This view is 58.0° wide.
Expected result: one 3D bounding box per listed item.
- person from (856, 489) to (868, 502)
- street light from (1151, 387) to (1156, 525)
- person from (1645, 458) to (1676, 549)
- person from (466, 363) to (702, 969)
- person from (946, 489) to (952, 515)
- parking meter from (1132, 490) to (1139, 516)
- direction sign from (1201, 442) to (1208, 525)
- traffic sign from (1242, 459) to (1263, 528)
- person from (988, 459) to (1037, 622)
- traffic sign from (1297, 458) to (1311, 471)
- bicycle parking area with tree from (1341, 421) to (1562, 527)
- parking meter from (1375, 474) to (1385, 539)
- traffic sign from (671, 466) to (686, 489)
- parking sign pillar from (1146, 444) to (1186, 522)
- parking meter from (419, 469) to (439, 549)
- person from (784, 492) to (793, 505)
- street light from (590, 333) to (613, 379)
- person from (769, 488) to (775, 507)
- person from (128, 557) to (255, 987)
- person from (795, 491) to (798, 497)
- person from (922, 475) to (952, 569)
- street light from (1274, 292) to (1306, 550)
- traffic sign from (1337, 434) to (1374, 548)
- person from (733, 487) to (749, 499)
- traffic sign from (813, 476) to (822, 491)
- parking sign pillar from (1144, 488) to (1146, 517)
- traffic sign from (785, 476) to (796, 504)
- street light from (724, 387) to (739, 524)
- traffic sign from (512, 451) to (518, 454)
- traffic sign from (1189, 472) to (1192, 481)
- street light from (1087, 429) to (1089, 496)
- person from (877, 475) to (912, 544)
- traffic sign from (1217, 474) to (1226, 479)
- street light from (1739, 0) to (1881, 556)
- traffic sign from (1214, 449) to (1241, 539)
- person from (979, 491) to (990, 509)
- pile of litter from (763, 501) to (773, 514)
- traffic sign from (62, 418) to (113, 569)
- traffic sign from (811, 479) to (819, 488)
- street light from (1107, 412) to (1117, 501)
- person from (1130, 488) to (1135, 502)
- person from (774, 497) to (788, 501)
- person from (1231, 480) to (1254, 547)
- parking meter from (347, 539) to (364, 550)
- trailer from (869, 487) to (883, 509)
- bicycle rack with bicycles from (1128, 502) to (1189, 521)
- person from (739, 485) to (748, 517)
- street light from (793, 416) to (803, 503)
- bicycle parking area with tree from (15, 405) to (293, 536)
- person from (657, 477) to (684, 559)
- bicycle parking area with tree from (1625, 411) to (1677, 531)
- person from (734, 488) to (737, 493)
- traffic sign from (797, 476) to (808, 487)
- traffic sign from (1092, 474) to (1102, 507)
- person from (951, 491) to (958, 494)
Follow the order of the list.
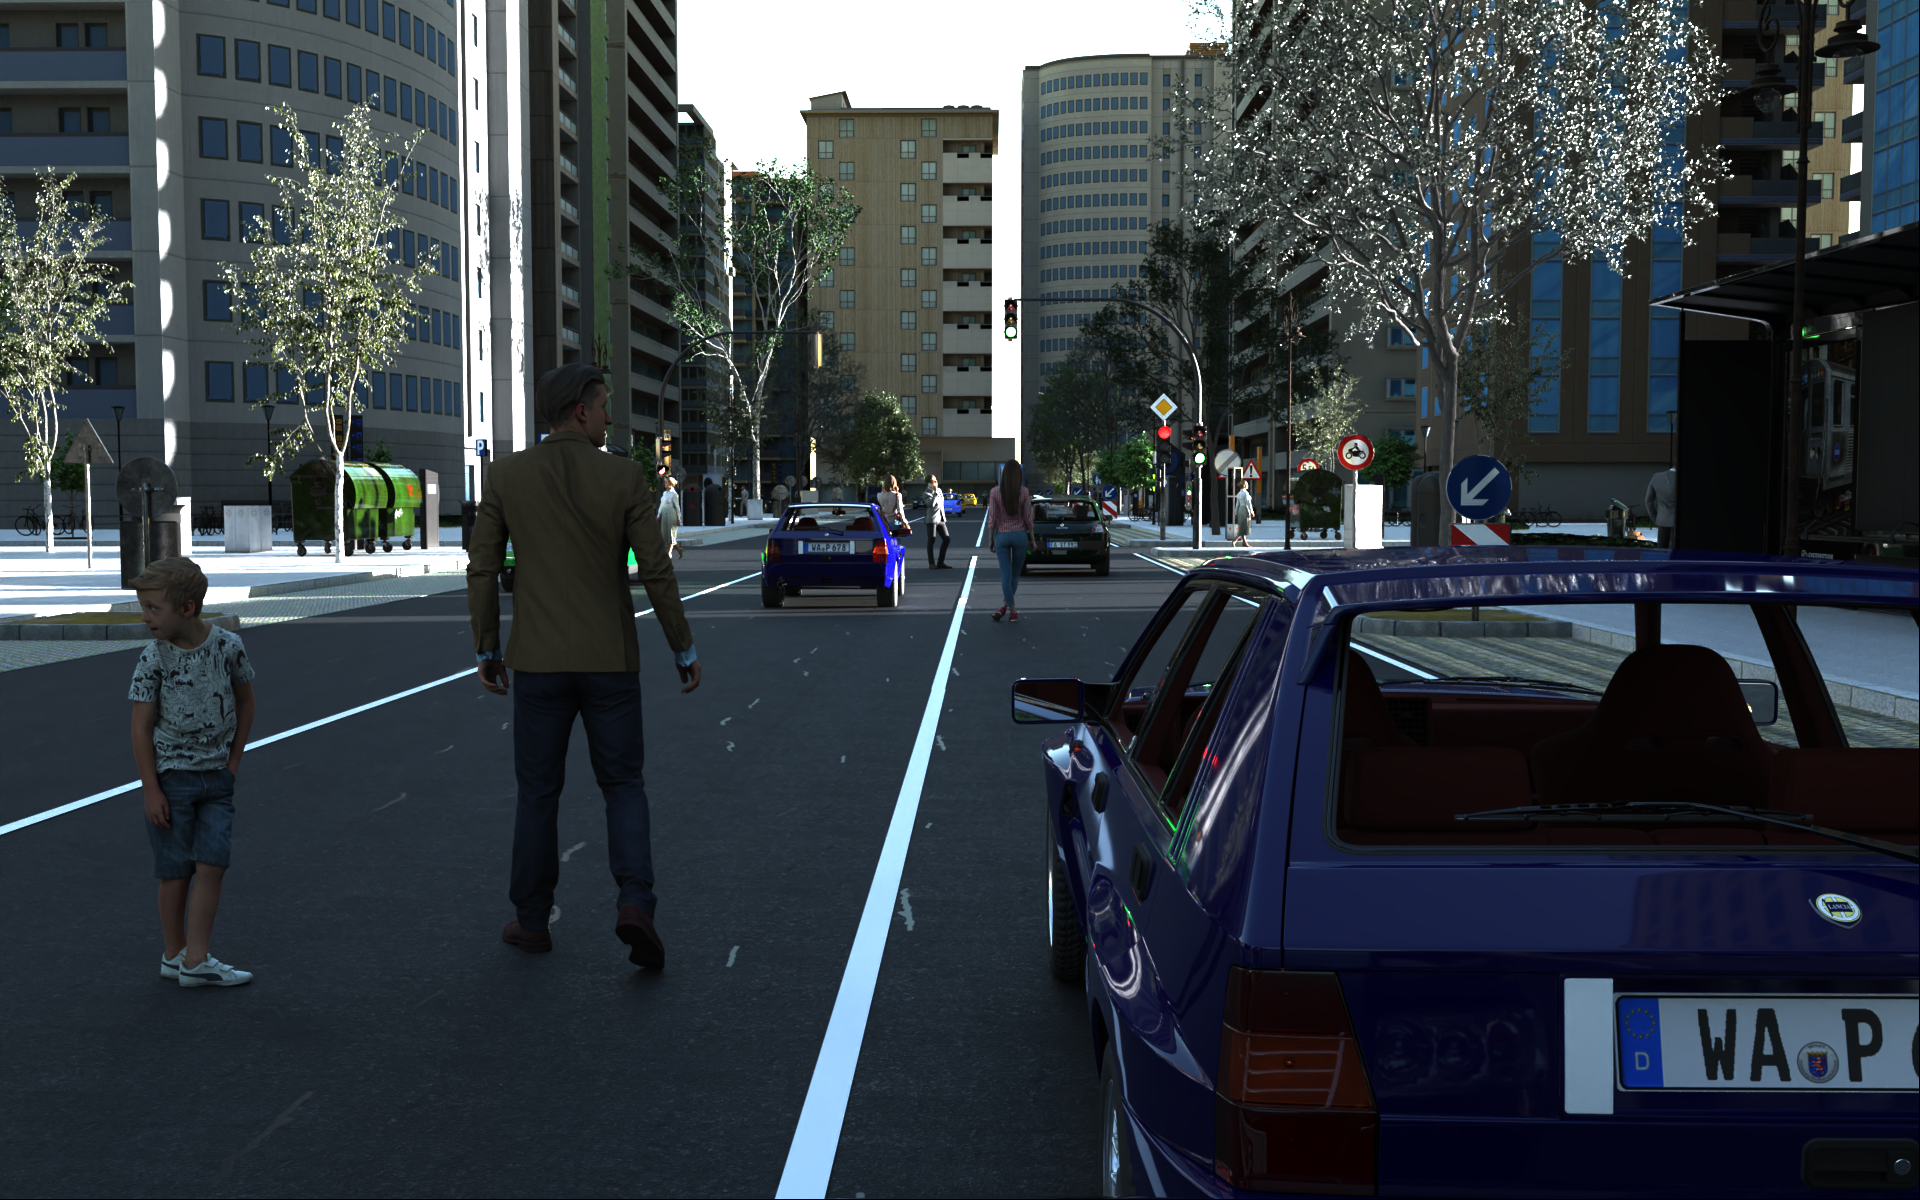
[{"bbox_3d":[-9.263,-9.615,164.071,1.217,1.723,0.721,1,4,10],"label":"person"},{"bbox_3d":[8.128,-6.100,72.517,0.468,5.910,1.993,0,4,1],"label":"street light"},{"bbox_3d":[8.948,-0.951,21.765,0.473,1.802,0.592,-2,4,-29],"label":"person"},{"bbox_3d":[-1.146,0.188,5.335,0.656,1.842,0.836,-3,4,-38],"label":"person"},{"bbox_3d":[-0.665,-6.818,120.194,0.641,1.798,0.478,-1,4,-15],"label":"person"},{"bbox_3d":[10.377,-5.744,102.323,0.372,1.533,0.369,0,3,0],"label":"parking meter"},{"bbox_3d":[10.189,-4.930,72.609,0.876,3.537,0.379,1,4,10],"label":"direction sign"},{"bbox_3d":[10.928,-3.980,65.079,0.884,2.594,0.081,0,4,5],"label":"traffic sign"},{"bbox_3d":[0.593,-0.670,19.464,0.555,1.821,0.388,-1,4,-11],"label":"person"},{"bbox_3d":[12.337,-3.748,61.393,0.768,2.556,0.104,1,4,9],"label":"traffic sign"},{"bbox_3d":[19.546,-5.089,70.201,9.016,4.147,8.231,1,4,17],"label":"bicycle parking area with tree"},{"bbox_3d":[12.134,-2.714,50.092,0.255,1.863,0.399,1,4,18],"label":"parking meter"},{"bbox_3d":[-12.761,-4.785,78.343,0.768,2.556,0.104,1,4,9],"label":"traffic sign"},{"bbox_3d":[9.523,-5.503,78.442,1.447,3.967,1.447,2,4,34],"label":"parking sign pillar"},{"bbox_3d":[-12.358,-2.119,40.351,0.255,1.863,0.399,3,5,40],"label":"parking meter"},{"bbox_3d":[-14.885,-8.681,148.705,1.217,1.736,0.721,0,4,-3],"label":"person"},{"bbox_3d":[-10.371,-4.720,49.963,0.468,5.910,1.993,0,4,1],"label":"street light"},{"bbox_3d":[-17.011,-9.288,157.992,1.348,1.812,0.705,3,4,38],"label":"person"},{"bbox_3d":[-2.238,0.496,5.079,0.332,1.250,0.352,0,4,-1],"label":"person"},{"bbox_3d":[-11.474,-7.167,123.502,0.678,1.792,0.850,-1,4,-17],"label":"person"},{"bbox_3d":[-0.444,-1.499,33.189,0.592,1.802,0.473,-3,4,-36],"label":"person"},{"bbox_3d":[7.560,-4.099,39.807,0.468,5.910,1.993,0,4,1],"label":"street light"},{"bbox_3d":[8.416,-2.251,36.910,0.768,2.556,0.104,0,4,7],"label":"traffic sign"},{"bbox_3d":[-17.247,-7.986,136.633,1.348,1.822,0.705,1,4,13],"label":"person"},{"bbox_3d":[-10.251,-7.578,124.013,0.768,2.556,0.104,1,4,9],"label":"traffic sign"},{"bbox_3d":[11.053,-6.650,97.195,1.447,3.967,1.447,1,4,13],"label":"parking sign pillar"},{"bbox_3d":[-11.686,-7.296,119.400,0.768,2.556,0.104,0,4,2],"label":"traffic sign"},{"bbox_3d":[-9.887,-6.259,75.116,0.468,5.910,1.993,0,4,1],"label":"street light"},{"bbox_3d":[-12.908,-3.099,50.774,0.768,2.556,0.104,0,4,4],"label":"traffic sign"},{"bbox_3d":[12.537,-5.616,91.932,0.768,2.556,0.104,0,4,6],"label":"traffic sign"},{"bbox_3d":[9.058,-9.150,122.395,0.468,5.910,1.993,0,4,1],"label":"street light"},{"bbox_3d":[-1.144,-1.233,29.248,0.593,1.750,0.643,1,4,20],"label":"person"},{"bbox_3d":[9.515,-3.752,61.347,0.884,2.594,0.081,0,4,4],"label":"traffic sign"},{"bbox_3d":[7.078,-2.558,14.610,0.468,5.910,1.993,0,4,1],"label":"street light"},{"bbox_3d":[7.590,-3.004,49.223,0.768,2.556,0.104,0,4,5],"label":"traffic sign"},{"bbox_3d":[2.386,-9.557,165.492,1.217,1.736,0.721,0,4,4],"label":"person"},{"bbox_3d":[-12.564,-6.157,114.633,1.719,0.858,1.176,2,4,31],"label":"pile of litter"},{"bbox_3d":[-14.991,-1.821,29.772,0.884,2.594,0.081,0,4,2],"label":"traffic sign"},{"bbox_3d":[-10.086,-7.242,120.534,0.606,2.300,0.079,0,4,3],"label":"traffic sign"},{"bbox_3d":[8.514,-7.615,97.301,0.468,5.910,1.993,0,4,1],"label":"street light"},{"bbox_3d":[14.552,-8.420,143.847,1.348,1.807,0.705,1,4,11],"label":"person"},{"bbox_3d":[-13.146,-7.438,127.657,0.705,1.823,1.348,3,5,39],"label":"person"},{"bbox_3d":[7.521,-2.295,46.242,0.641,1.798,0.478,-1,4,-12],"label":"person"},{"bbox_3d":[-13.969,-2.095,39.969,0.255,1.863,0.399,1,4,17],"label":"parking meter"},{"bbox_3d":[-6.831,-8.129,139.954,1.471,1.999,3.904,0,4,2],"label":"trailer"},{"bbox_3d":[9.384,-4.198,82.019,2.925,0.926,2.852,0,4,3],"label":"bicycle rack with bicycles"},{"bbox_3d":[-12.008,-5.523,96.615,0.678,1.792,0.850,3,5,44],"label":"person"},{"bbox_3d":[-9.383,-7.811,100.492,0.468,5.910,1.993,0,4,1],"label":"street light"},{"bbox_3d":[-24.950,-4.230,56.159,8.231,4.147,9.016,1,4,20],"label":"bicycle parking area with tree"},{"bbox_3d":[-6.274,-1.773,37.707,0.641,1.798,0.478,-3,4,-38],"label":"person"},{"bbox_3d":[26.822,-4.372,58.488,9.016,4.147,8.231,-3,5,-42],"label":"bicycle parking area with tree"},{"bbox_3d":[-17.057,-7.715,132.860,0.721,1.739,1.217,0,4,-3],"label":"person"},{"bbox_3d":[-10.922,-7.328,119.924,0.768,2.556,0.104,0,4,6],"label":"traffic sign"},{"bbox_3d":[8.728,-6.679,109.312,0.768,2.556,0.104,0,4,6],"label":"traffic sign"},{"bbox_3d":[-0.581,-9.269,160.852,0.742,1.727,0.445,0,4,3],"label":"person"}]
